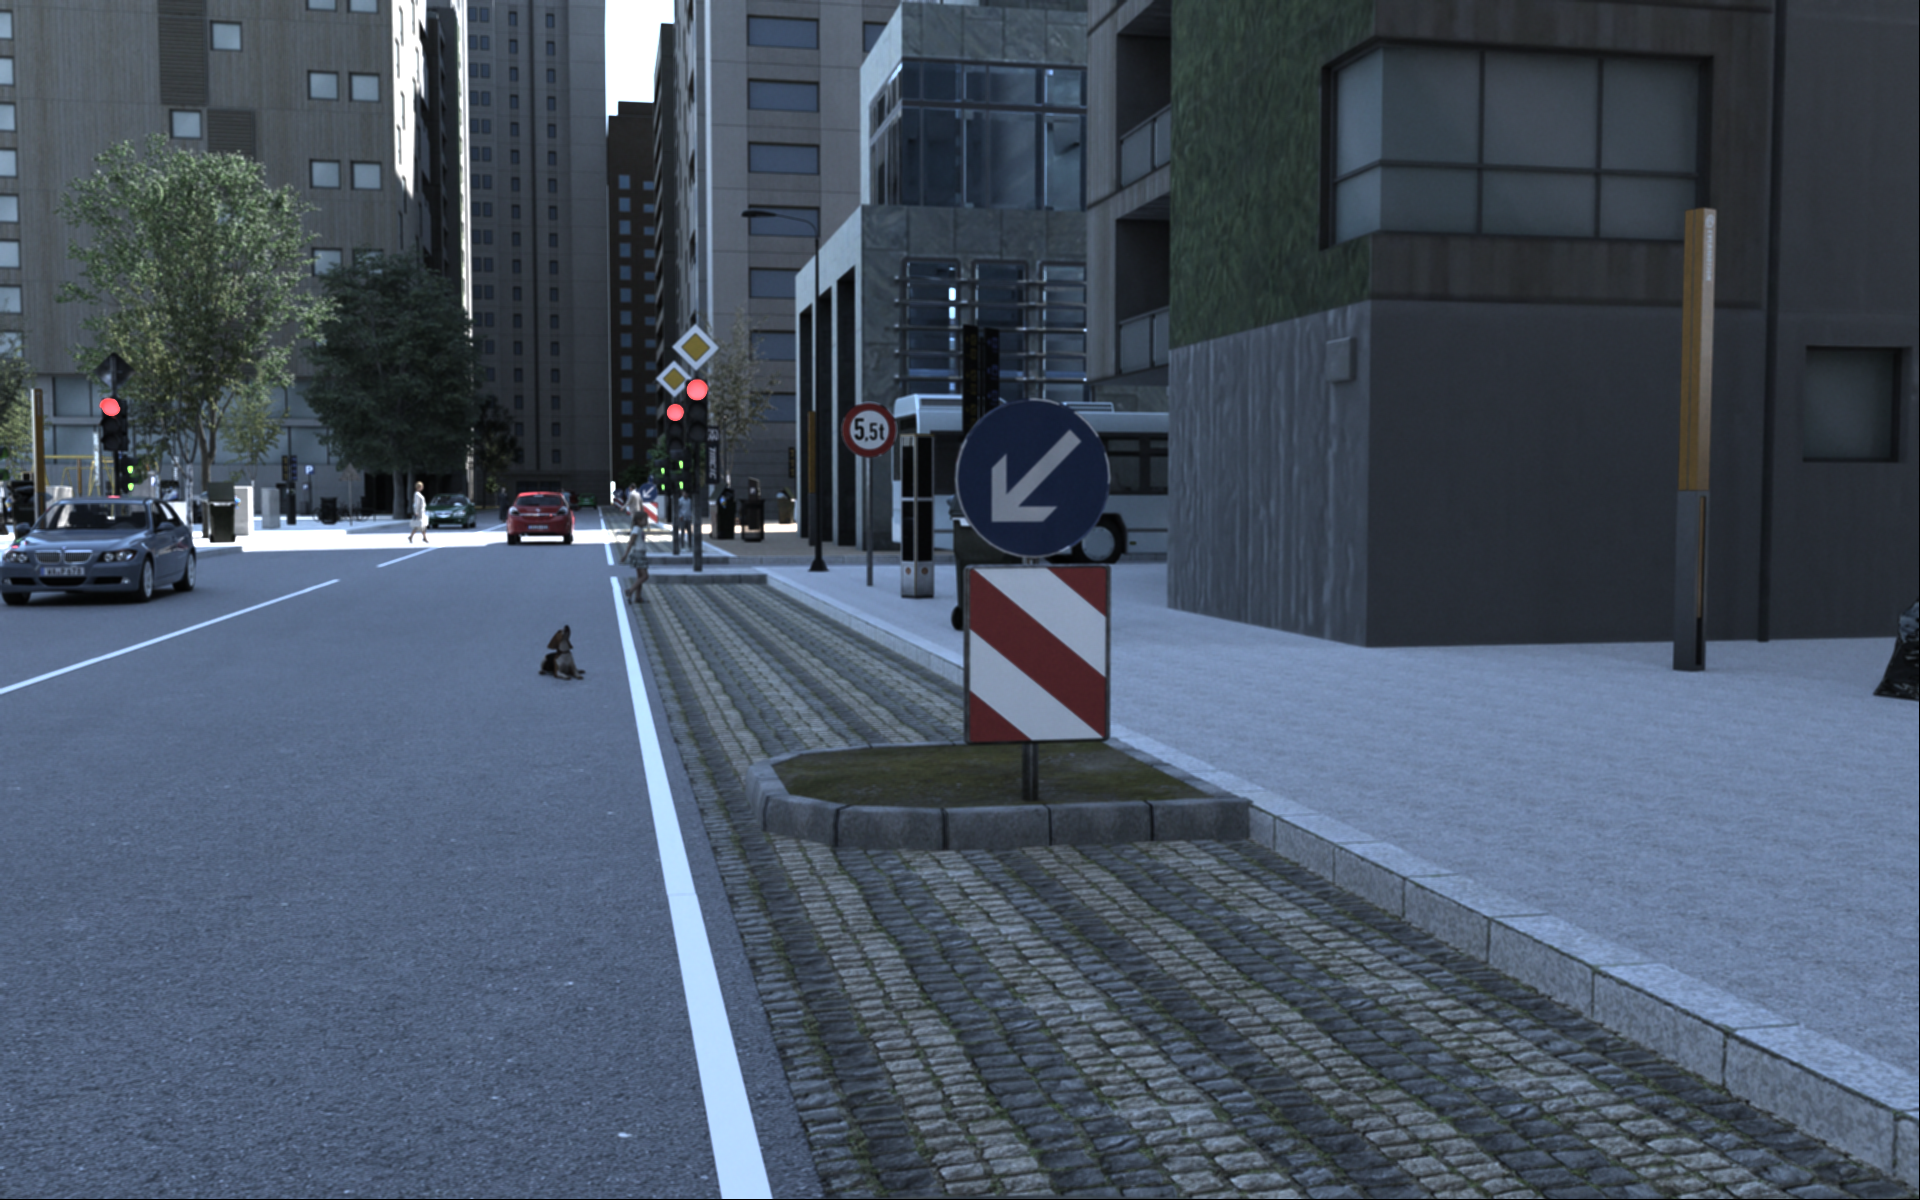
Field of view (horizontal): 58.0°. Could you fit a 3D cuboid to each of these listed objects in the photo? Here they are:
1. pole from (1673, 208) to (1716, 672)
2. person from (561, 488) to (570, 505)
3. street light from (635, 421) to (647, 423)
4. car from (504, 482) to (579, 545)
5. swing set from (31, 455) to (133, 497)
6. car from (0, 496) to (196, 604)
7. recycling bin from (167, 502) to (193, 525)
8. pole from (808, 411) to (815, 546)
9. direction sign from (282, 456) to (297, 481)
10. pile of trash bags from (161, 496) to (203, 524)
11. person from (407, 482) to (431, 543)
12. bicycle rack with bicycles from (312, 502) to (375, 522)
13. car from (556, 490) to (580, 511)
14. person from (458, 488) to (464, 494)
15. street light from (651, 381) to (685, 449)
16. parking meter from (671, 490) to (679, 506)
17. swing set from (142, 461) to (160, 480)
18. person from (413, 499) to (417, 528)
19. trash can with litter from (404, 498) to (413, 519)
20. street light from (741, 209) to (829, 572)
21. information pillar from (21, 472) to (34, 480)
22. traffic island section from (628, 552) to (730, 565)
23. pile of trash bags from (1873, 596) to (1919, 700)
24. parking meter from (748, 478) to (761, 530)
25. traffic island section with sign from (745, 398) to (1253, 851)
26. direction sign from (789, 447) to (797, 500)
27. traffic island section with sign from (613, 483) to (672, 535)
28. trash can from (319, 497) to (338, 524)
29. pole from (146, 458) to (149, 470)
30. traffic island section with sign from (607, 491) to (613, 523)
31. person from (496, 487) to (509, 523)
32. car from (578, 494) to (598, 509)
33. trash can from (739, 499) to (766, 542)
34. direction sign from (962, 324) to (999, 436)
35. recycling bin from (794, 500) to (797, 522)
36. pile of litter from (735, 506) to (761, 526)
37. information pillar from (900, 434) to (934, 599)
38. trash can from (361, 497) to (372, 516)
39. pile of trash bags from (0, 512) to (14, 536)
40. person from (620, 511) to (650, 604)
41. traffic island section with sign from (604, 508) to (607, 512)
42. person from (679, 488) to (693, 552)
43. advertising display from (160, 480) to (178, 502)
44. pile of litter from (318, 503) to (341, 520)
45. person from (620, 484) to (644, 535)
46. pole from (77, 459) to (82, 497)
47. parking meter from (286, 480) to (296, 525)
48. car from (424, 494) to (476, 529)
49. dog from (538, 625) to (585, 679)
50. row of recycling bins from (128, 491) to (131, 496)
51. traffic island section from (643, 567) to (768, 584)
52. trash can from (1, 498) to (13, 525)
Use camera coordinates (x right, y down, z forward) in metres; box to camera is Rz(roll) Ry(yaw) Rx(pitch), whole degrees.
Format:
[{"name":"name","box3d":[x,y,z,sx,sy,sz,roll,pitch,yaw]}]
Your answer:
[{"name":"pole","box3d":[5.306,-1.141,12.506,0.158,3.312,0.155,0,3,0]},{"name":"person","box3d":[-23.825,-5.876,104.599,0.660,1.820,0.620,1,4,17]},{"name":"street light","box3d":[-19.925,-8.405,109.964,1.470,5.913,1.316,-1,4,-12]},{"name":"car","box3d":[-12.211,-2.536,50.512,2.155,1.783,4.494,-1,4,-11]},{"name":"swing set","box3d":[-37.202,-4.641,73.505,3.119,2.851,2.862,-1,4,-16]},{"name":"car","box3d":[-11.925,-0.745,24.189,2.014,1.417,4.499,-1,4,-13]},{"name":"recycling bin","box3d":[-25.339,-2.657,55.999,0.722,1.027,0.722,2,4,33]},{"name":"pole","box3d":[-3.655,-2.991,42.752,0.158,3.312,0.155,0,3,0]},{"name":"direction sign","box3d":[-39.497,-6.734,102.090,0.876,3.537,0.379,0,4,3]},{"name":"pile of trash bags","box3d":[-33.574,-3.928,73.981,1.912,1.369,3.447,1,4,12]},{"name":"person","box3d":[-15.773,-2.543,50.432,0.624,1.780,0.694,0,4,-1]},{"name":"bicycle rack with bicycles","box3d":[-28.872,-4.143,81.125,2.925,0.926,2.852,-3,5,-43]},{"name":"car","box3d":[-33.650,-8.518,147.935,2.281,1.827,5.304,-1,4,-11]},{"name":"person","box3d":[-30.749,-5.998,106.905,0.599,1.781,0.374,-1,4,-13]},{"name":"street light","box3d":[-11.869,-6.030,71.139,1.470,5.913,1.316,-1,4,-12]},{"name":"parking meter","box3d":[-13.686,-4.570,83.137,0.372,1.533,0.369,0,3,0]},{"name":"swing set","box3d":[-39.843,-5.188,82.445,3.119,2.851,2.862,-3,5,-42]},{"name":"person","box3d":[-22.660,-3.603,72.099,0.352,1.250,0.332,3,5,42]},{"name":"trash can with litter","box3d":[-28.350,-4.704,88.295,0.624,1.170,1.055,1,4,8]},{"name":"street light","box3d":[-2.883,-3.424,28.528,1.470,5.913,1.316,-1,4,-12]},{"name":"information pillar","box3d":[-31.097,-3.262,57.825,0.304,2.012,0.304,-1,4,-14]},{"name":"traffic island section","box3d":[-5.971,-0.873,36.558,2.009,0.180,2.903,-1,4,-12]},{"name":"pile of trash bags","box3d":[7.632,-0.090,11.220,3.447,1.369,1.912,-2,4,-34]},{"name":"parking meter","box3d":[-7.363,-3.448,62.080,0.399,1.863,0.255,1,4,17]},{"name":"traffic island section with sign","box3d":[0.048,0.044,7.901,1.989,1.847,2.006,-1,4,-12]},{"name":"direction sign","box3d":[-7.948,-5.622,83.920,0.379,3.537,0.876,3,5,44]},{"name":"traffic island section with sign","box3d":[-11.051,-3.187,60.729,1.989,1.847,2.006,-1,4,-12]},{"name":"trash can","box3d":[-26.700,-3.770,73.289,0.748,1.137,0.748,0,3,0]},{"name":"pole","box3d":[-43.905,-6.109,93.725,0.158,3.312,0.155,0,3,0]},{"name":"traffic island section with sign","box3d":[-16.656,-4.818,87.407,1.989,1.847,2.006,-1,4,-12]},{"name":"person","box3d":[-22.729,-4.721,86.116,0.576,1.772,0.534,-3,4,-38]},{"name":"car","box3d":[-35.070,-9.428,162.939,1.959,1.807,4.718,-1,4,-11]},{"name":"trash can","box3d":[-5.555,-2.125,46.396,0.748,1.137,0.748,0,3,0]},{"name":"direction sign","box3d":[0.285,-1.929,23.536,0.379,3.537,0.876,2,4,33]},{"name":"recycling bin","box3d":[-7.208,-4.039,78.597,0.722,1.027,0.722,-3,5,-43]},{"name":"pile of litter","box3d":[-8.921,-3.462,70.562,1.719,0.858,1.176,-1,4,-13]},{"name":"information pillar","box3d":[-0.525,-1.030,21.336,0.304,2.012,0.304,-3,5,-40]},{"name":"trash can","box3d":[-34.313,-5.413,100.154,0.748,1.137,0.748,0,3,0]},{"name":"pile of trash bags","box3d":[-30.211,-2.673,53.464,1.912,1.369,3.447,1,4,21]},{"name":"person","box3d":[-4.252,-0.561,22.683,0.382,1.210,0.505,0,4,-7]},{"name":"traffic island section with sign","box3d":[-26.883,-7.800,136.150,1.989,1.847,2.006,-1,4,-12]},{"name":"person","box3d":[-6.799,-1.987,42.806,0.589,1.601,0.330,-3,5,-42]},{"name":"advertising display","box3d":[-37.077,-4.648,81.201,0.123,1.923,0.974,2,4,24]},{"name":"pile of litter","box3d":[-31.535,-4.454,86.787,1.176,0.858,1.719,1,4,12]},{"name":"person","box3d":[-11.124,-3.080,59.132,0.850,1.792,0.678,2,4,29]},{"name":"pole","box3d":[-50.977,-6.510,100.288,0.158,3.312,0.155,0,3,0]},{"name":"parking meter","box3d":[-27.989,-4.083,72.465,0.255,1.863,0.399,-3,5,-44]},{"name":"car","box3d":[-21.364,-3.715,72.539,2.131,1.459,4.920,-1,4,-10]},{"name":"dog","box3d":[-3.101,0.395,13.734,0.550,0.427,0.748,1,4,16]},{"name":"row of recycling bins","box3d":[-40.716,-4.847,86.358,1.069,1.692,3.534,-1,4,-17]},{"name":"traffic island section","box3d":[-4.330,-0.395,28.743,2.009,0.180,2.903,-1,4,-12]},{"name":"trash can","box3d":[-39.444,-3.689,71.967,0.748,1.137,0.748,0,3,0]}]
